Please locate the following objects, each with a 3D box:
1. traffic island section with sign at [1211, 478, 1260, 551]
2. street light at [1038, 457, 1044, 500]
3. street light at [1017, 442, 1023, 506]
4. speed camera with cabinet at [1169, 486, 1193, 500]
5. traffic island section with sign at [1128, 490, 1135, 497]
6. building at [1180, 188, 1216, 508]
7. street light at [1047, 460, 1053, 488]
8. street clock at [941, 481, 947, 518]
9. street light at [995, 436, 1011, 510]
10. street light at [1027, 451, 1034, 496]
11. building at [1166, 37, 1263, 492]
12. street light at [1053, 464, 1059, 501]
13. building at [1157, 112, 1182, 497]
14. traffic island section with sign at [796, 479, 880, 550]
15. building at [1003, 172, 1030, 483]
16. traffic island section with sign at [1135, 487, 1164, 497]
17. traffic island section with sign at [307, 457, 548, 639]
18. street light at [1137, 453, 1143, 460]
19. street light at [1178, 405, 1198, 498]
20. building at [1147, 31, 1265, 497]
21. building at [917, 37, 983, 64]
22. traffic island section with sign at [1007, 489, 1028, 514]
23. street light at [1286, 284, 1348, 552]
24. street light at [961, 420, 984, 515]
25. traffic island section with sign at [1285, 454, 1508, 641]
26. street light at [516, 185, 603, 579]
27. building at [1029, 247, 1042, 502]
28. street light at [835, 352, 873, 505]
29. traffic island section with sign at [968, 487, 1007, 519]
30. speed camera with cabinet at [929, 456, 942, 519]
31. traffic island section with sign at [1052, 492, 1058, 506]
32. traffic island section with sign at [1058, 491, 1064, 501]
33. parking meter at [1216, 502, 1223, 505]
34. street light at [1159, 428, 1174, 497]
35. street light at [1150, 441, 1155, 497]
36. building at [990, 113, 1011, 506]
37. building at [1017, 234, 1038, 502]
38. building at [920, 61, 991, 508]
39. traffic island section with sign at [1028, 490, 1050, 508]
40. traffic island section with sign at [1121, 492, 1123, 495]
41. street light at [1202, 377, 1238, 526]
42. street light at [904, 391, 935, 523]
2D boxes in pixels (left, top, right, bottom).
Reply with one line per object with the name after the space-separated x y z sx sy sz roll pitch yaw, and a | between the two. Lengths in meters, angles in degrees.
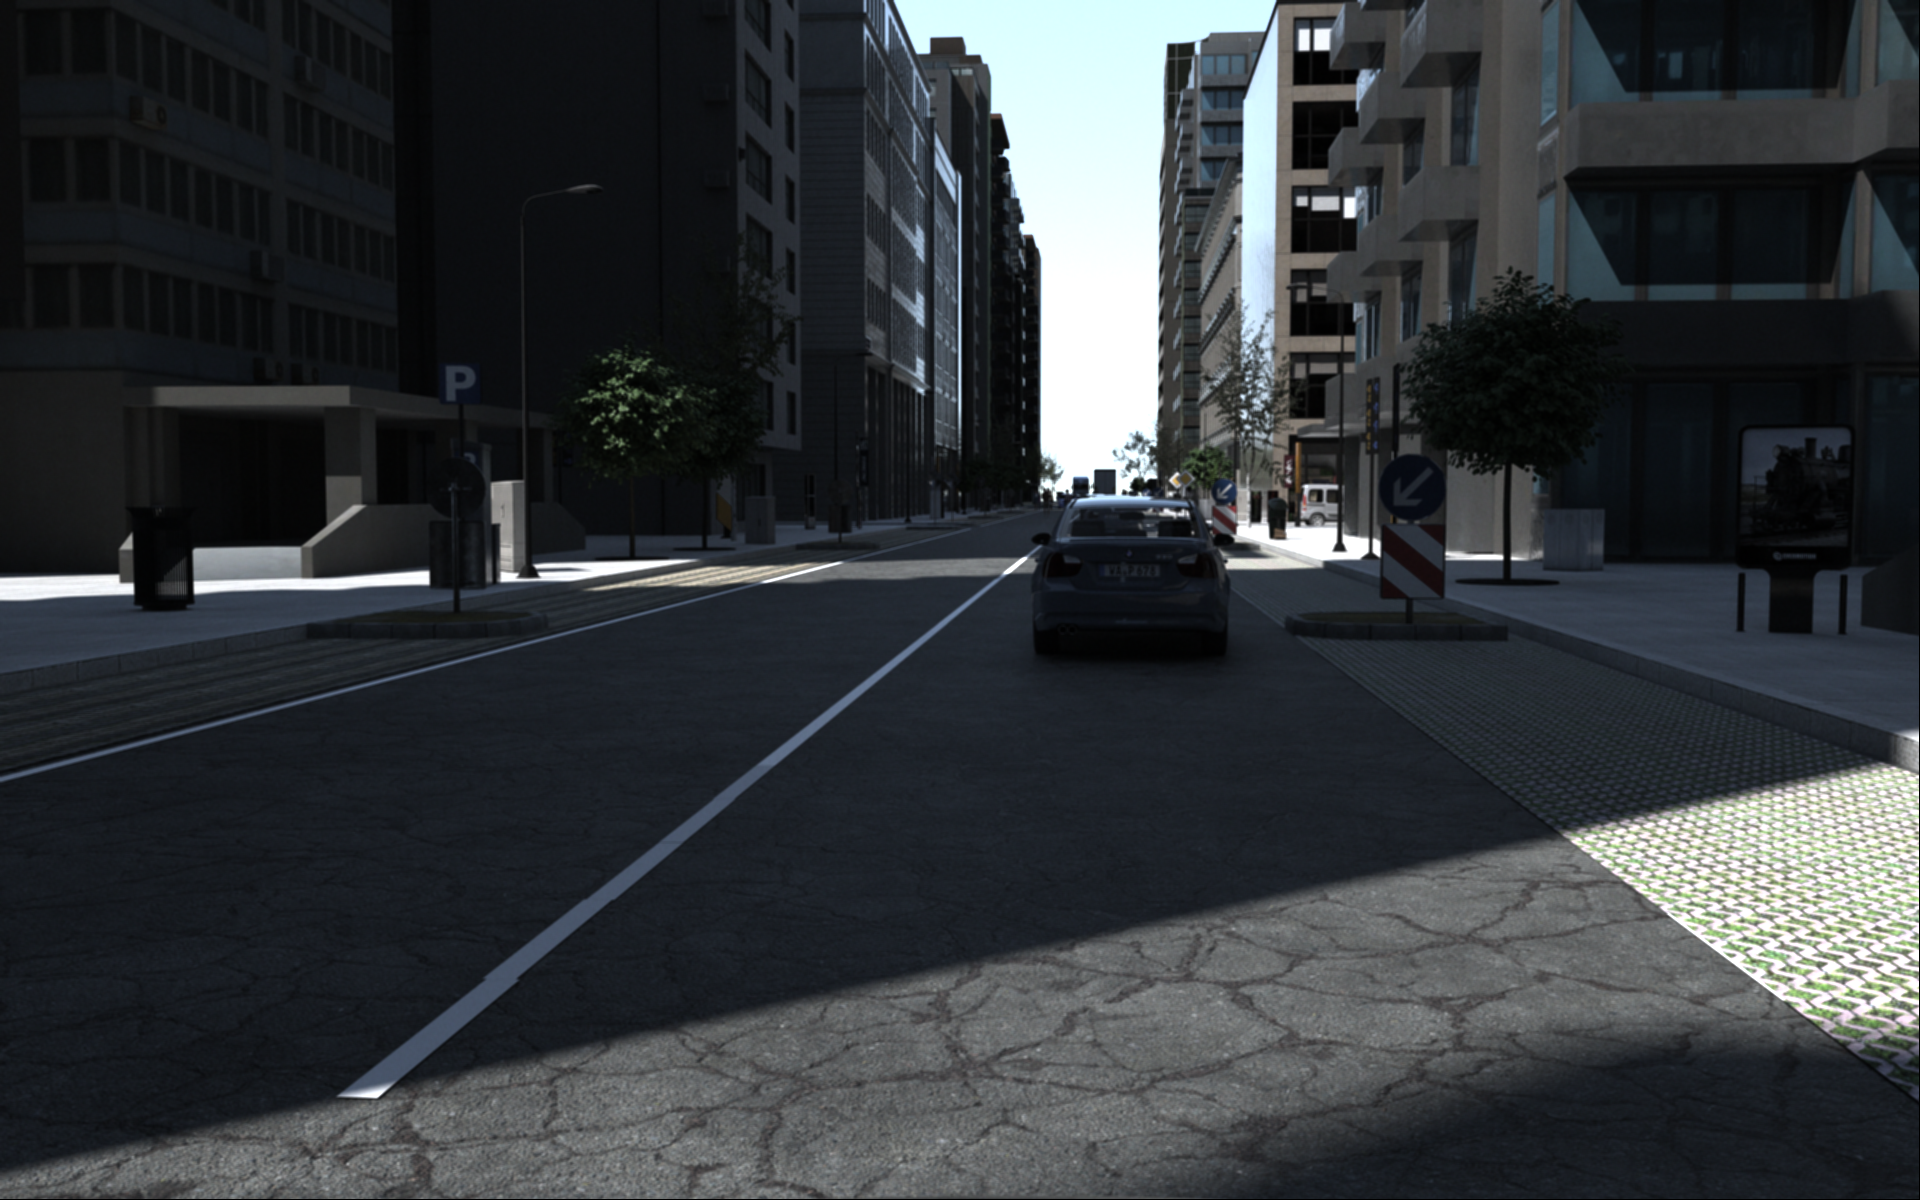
6.651 -2.204 44.656 1.989 1.847 2.006 0 4 5 | traffic island section with sign
9.701 -14.873 215.713 1.470 5.913 1.316 0 4 5 | street light
4.758 -11.154 154.910 1.470 5.913 1.316 0 4 5 | street light
19.047 -9.481 149.350 2.038 3.252 0.660 -2 4 -25 | speed camera with cabinet
13.507 -7.216 126.610 1.989 1.847 2.006 0 4 5 | traffic island section with sign
28.103 -24.075 165.335 14.160 30.474 14.107 0 4 5 | building
11.612 -16.244 238.134 1.470 5.913 1.316 0 4 5 | street light
-0.959 -5.292 91.097 0.471 2.002 0.358 -3 5 -39 | street clock
3.409 -10.188 139.108 1.470 5.913 1.316 0 4 5 | street light
7.180 -13.014 185.316 1.470 5.913 1.316 0 4 5 | street light
34.592 -34.675 186.545 23.786 49.044 30.456 0 4 5 | building
14.152 -18.110 268.642 1.470 5.913 1.316 0 4 5 | street light
35.440 -36.049 213.096 21.300 48.544 21.600 0 4 5 | building
-3.126 -2.226 45.022 1.989 1.847 2.006 0 4 5 | traffic island section with sign
-1.990 -38.794 253.894 23.786 49.044 30.456 0 4 5 | building
11.205 -5.538 99.167 1.989 1.847 2.006 0 4 5 | traffic island section with sign
-5.393 -0.570 17.947 1.989 1.847 2.006 0 4 5 | traffic island section with sign
21.254 -13.775 197.754 1.470 5.913 1.316 0 4 5 | street light
12.284 -7.230 90.745 1.470 5.913 1.316 0 4 5 | street light
40.325 -51.107 273.852 20.563 71.187 20.611 0 4 5 | building
-4.304 -32.085 174.698 14.600 45.320 14.200 0 4 5 | building
3.772 -7.272 127.525 1.989 1.847 2.006 0 4 5 | traffic island section with sign
7.902 -4.027 38.385 1.470 5.913 1.316 0 4 5 | street light
0.808 -8.304 108.315 1.470 5.913 1.316 0 4 5 | street light
4.399 -0.561 17.795 1.989 1.847 2.006 0 4 5 | traffic island section with sign
-6.057 -3.285 26.243 1.470 5.913 1.316 0 4 5 | street light
7.127 -40.025 304.526 14.600 45.320 14.200 0 4 5 | building
-3.535 -5.155 56.824 1.470 5.913 1.316 0 4 5 | street light
1.515 -5.619 100.491 1.989 1.847 2.006 0 4 5 | traffic island section with sign
-1.259 -5.819 89.476 0.660 3.252 2.038 0 4 0 | speed camera with cabinet
10.205 -11.973 204.382 1.989 1.847 2.006 0 4 5 | traffic island section with sign
14.800 -15.323 259.151 1.989 1.847 2.006 0 4 5 | traffic island section with sign
11.779 -4.463 78.686 0.399 1.863 0.255 1 4 10 | parking meter
14.734 -9.089 121.148 1.470 5.913 1.316 0 4 5 | street light
17.262 -10.948 151.545 1.470 5.913 1.316 0 4 5 | street light
-5.729 -33.136 196.402 22.147 44.769 28.867 0 4 5 | building
1.342 -38.461 283.456 22.147 44.769 28.867 0 4 5 | building
-4.561 -29.157 160.311 14.154 41.232 14.086 0 4 5 | building
7.895 -10.285 176.785 1.989 1.847 2.006 0 4 5 | traffic island section with sign
17.643 -10.241 176.072 1.989 1.847 2.006 0 4 5 | traffic island section with sign
10.422 -5.900 69.006 1.470 5.913 1.316 0 4 5 | street light
-1.807 -6.446 77.926 1.470 5.913 1.316 0 4 5 | street light
